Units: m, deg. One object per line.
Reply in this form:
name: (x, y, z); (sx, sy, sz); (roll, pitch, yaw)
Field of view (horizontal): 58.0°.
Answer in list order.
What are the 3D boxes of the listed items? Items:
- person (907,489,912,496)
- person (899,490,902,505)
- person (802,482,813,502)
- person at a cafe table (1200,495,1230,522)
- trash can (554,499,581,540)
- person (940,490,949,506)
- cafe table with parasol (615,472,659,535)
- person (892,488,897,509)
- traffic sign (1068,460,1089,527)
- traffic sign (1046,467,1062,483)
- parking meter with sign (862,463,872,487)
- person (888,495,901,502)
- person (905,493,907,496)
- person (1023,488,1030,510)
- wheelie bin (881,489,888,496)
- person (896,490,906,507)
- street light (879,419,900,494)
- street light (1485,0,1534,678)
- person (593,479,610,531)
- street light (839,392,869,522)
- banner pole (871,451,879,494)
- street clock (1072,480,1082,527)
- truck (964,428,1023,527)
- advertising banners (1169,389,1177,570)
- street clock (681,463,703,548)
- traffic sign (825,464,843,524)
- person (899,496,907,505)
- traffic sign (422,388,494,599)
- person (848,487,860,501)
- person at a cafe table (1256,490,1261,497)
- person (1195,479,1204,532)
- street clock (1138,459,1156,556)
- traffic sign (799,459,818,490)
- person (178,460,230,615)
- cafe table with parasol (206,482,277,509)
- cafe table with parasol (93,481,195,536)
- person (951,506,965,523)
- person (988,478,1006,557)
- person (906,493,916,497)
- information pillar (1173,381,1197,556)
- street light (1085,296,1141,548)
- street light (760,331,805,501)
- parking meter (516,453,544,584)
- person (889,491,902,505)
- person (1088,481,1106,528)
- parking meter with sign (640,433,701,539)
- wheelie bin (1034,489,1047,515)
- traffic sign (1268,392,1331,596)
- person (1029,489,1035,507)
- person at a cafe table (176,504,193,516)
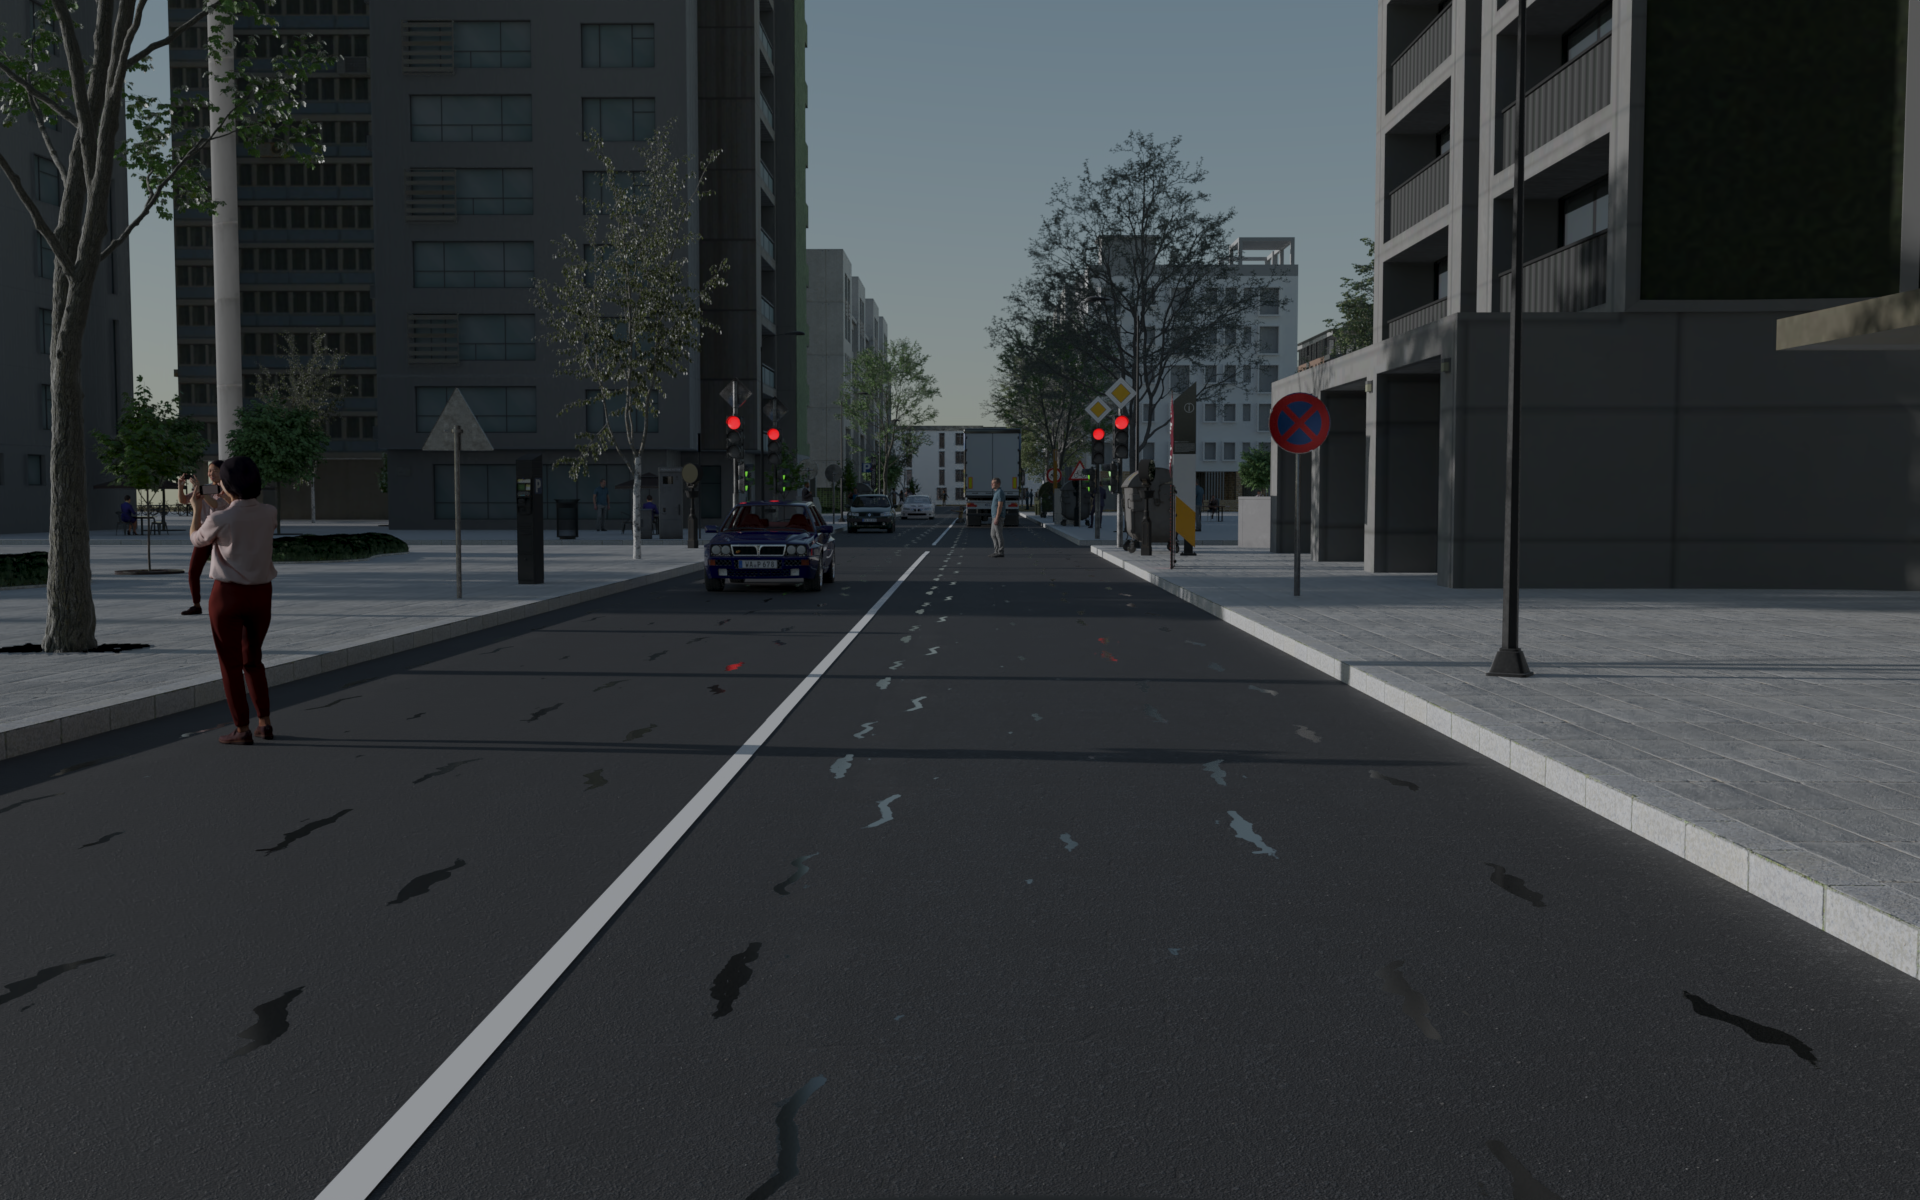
person: (-4.765, -9.543, 162.736); (0.551, 1.740, 0.621); (-3, 4, -36)
person: (-6.786, -11.682, 197.959); (0.530, 1.710, 0.541); (0, 4, 3)
person: (-5.407, -3.339, 61.454); (0.431, 1.722, 0.655); (0, 4, -1)
person at a cafe table: (11.770, -4.296, 81.093); (1.698, 1.238, 1.726); (1, 4, 21)
trash can: (-11.106, -2.283, 48.987); (0.748, 1.137, 0.748); (0, 3, 0)
person: (-1.857, -11.814, 201.296); (1.348, 1.869, 0.705); (1, 4, 17)
cafe table with parasol: (-9.823, -3.052, 54.773); (2.610, 1.966, 2.610); (-3, 4, -37)
person: (-5.515, -8.528, 145.475); (0.705, 1.824, 1.348); (-1, 4, -10)
traffic sign: (4.599, -4.068, 66.509); (0.884, 2.594, 0.081); (0, 4, 1)
traffic sign: (4.488, -5.041, 82.521); (0.768, 2.556, 0.104); (0, 4, 7)
parking meter with sign: (-5.180, -6.095, 95.915); (0.543, 3.016, 1.738); (0, 4, -1)
person: (-6.317, -9.760, 166.405); (1.217, 1.735, 0.721); (0, 4, -4)
person: (-6.086, -11.815, 199.929); (1.217, 1.736, 0.721); (0, 4, -7)
person: (5.405, -8.187, 139.991); (0.705, 1.814, 1.350); (-1, 4, -16)
wheelie bin: (-5.320, -6.776, 118.697); (0.693, 1.594, 0.980); (1, 4, 10)
person: (-5.892, -10.284, 174.910); (1.217, 1.735, 0.721); (-1, 4, -15)
street light: (-4.442, -8.272, 107.781); (1.470, 5.913, 1.316); (0, 4, 1)
street light: (3.349, -2.419, 12.094); (1.470, 5.913, 1.316); (0, 4, 1)
person: (-12.360, -3.279, 59.778); (0.598, 1.807, 0.434); (-2, 4, -30)
street light: (-4.854, -6.513, 79.024); (1.470, 5.913, 1.316); (0, 4, 1)
banner pole: (-4.966, -6.836, 101.792); (0.863, 3.779, 0.401); (3, 5, 43)
street clock: (4.609, -3.894, 68.231); (0.358, 2.002, 0.471); (-1, 4, -20)
truck: (1.509, -5.534, 79.397); (2.839, 4.237, 11.283); (0, 4, 1)
advertising banners: (3.670, -2.059, 29.859); (0.090, 3.025, 2.074); (1, 4, 9)
street clock: (-6.311, -2.221, 40.881); (0.471, 2.002, 0.358); (2, 4, 26)
traffic sign: (-5.393, -4.514, 73.908); (0.768, 2.556, 0.104); (0, 4, 7)
person: (-6.422, -11.399, 195.682); (1.065, 1.426, 0.557); (-1, 4, -11)
traffic sign: (-6.154, -1.297, 21.217); (0.884, 2.594, 0.081); (0, 4, 1)
person: (-5.063, -4.573, 82.680); (0.647, 1.594, 0.662); (0, 4, 8)
person at a cafe table: (19.450, -6.438, 113.781); (1.698, 1.524, 1.622); (3, 5, 43)
person: (8.110, -3.253, 59.355); (0.598, 1.807, 0.434); (-3, 5, -39)
street clock: (3.885, -1.925, 36.039); (0.358, 2.002, 0.471); (2, 4, 25)
traffic sign: (-5.495, -3.815, 62.478); (0.768, 2.556, 0.104); (1, 4, 9)
person: (-7.981, -0.664, 18.354); (0.566, 1.644, 0.517); (-3, 4, -38)
cafe table with parasol: (-27.766, -3.856, 67.909); (2.610, 1.966, 2.610); (3, 5, 39)
cafe table with parasol: (-25.535, -3.006, 54.021); (2.610, 1.966, 2.610); (-1, 4, -16)
person: (-0.079, -4.231, 85.600); (0.695, 0.859, 0.347); (-2, 4, -33)
person: (0.826, -1.877, 39.320); (0.434, 1.807, 0.598); (0, 4, 8)
person: (-5.103, -10.842, 183.441); (1.348, 1.807, 0.705); (1, 4, 23)
information pillar: (4.675, -2.729, 35.977); (0.504, 3.616, 0.183); (0, 4, 5)
street light: (3.646, -4.178, 40.852); (1.470, 5.913, 1.316); (0, 4, 1)
street light: (-5.117, -4.708, 49.512); (1.470, 5.913, 1.316); (0, 4, 1)
parking meter: (-6.130, -1.161, 24.688); (0.255, 1.863, 0.399); (1, 4, 12)
person: (-5.996, -9.360, 159.066); (1.348, 1.826, 0.705); (1, 4, 21)
person: (5.144, -3.581, 65.047); (0.683, 1.767, 0.568); (0, 4, -5)
parking meter with sign: (-8.261, -3.248, 49.368); (1.738, 3.016, 0.543); (-1, 4, -10)
wheelie bin: (4.889, -5.939, 105.005); (0.693, 1.594, 0.980); (-2, 4, -31)
traffic sign: (4.250, -1.325, 21.766); (0.768, 2.556, 0.104); (0, 4, 4)
person: (7.121, -10.148, 172.050); (0.705, 1.814, 1.350); (-1, 4, -18)
person at a cafe table: (-44.357, -5.464, 100.204); (1.726, 1.238, 1.698); (-1, 4, -20)
